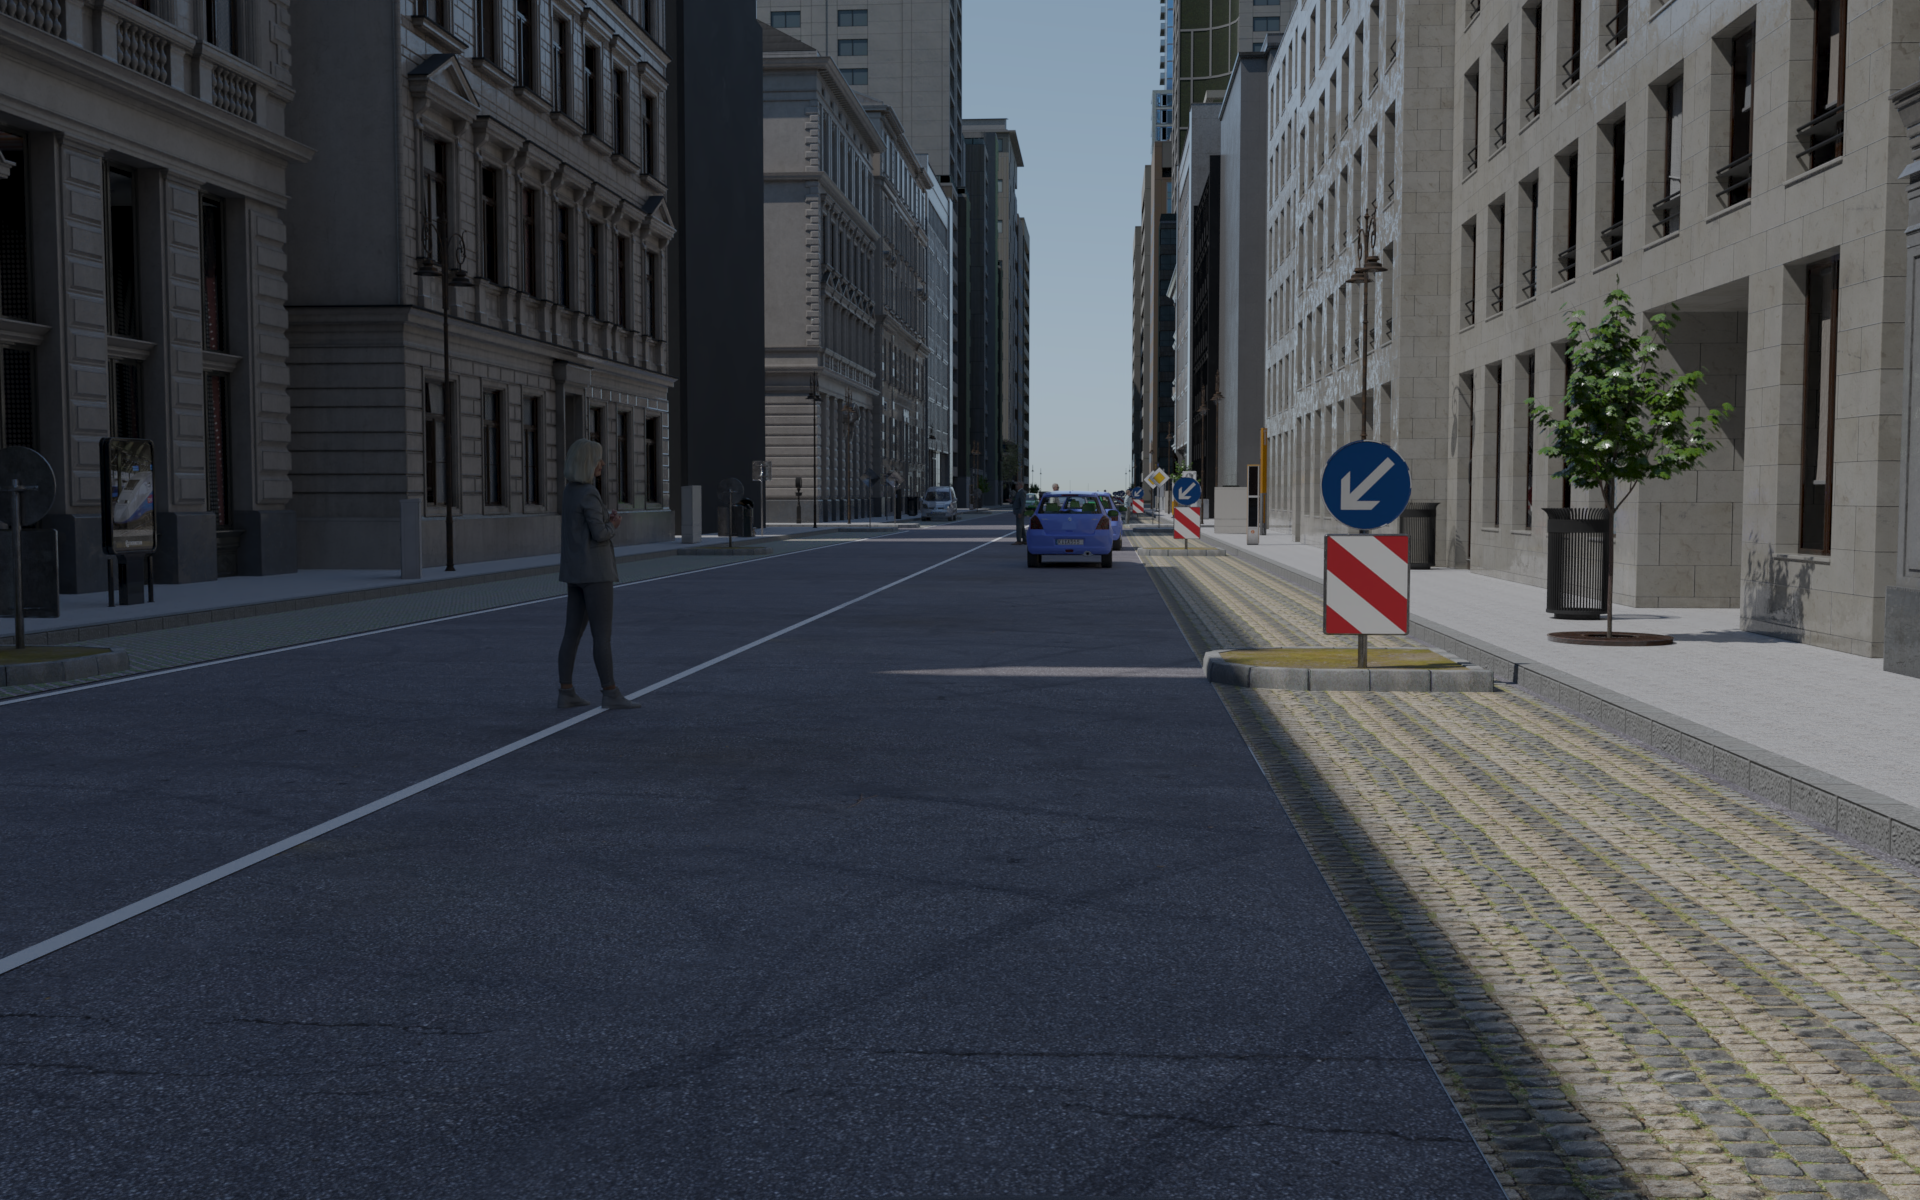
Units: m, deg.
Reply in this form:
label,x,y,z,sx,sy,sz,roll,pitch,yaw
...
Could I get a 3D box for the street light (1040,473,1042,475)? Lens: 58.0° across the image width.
label,x,y,z,sx,sy,sz,roll,pitch,yaw
street light,14.279,-20.392,306.198,0.468,5.910,1.993,0,4,5

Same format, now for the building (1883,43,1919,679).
label,x,y,z,sx,sy,sz,roll,pitch,yaw
building,10.640,-9.390,2.678,9.793,20.994,18.267,0,4,5

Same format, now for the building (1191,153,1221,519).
label,x,y,z,sx,sy,sz,roll,pitch,yaw
building,19.521,-16.296,96.123,12.332,23.373,15.834,0,4,5

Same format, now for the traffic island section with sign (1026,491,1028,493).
label,x,y,z,sx,sy,sz,roll,pitch,yaw
traffic island section with sign,7.561,-11.701,199.938,1.989,1.847,2.006,0,4,5

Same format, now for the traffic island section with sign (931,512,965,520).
label,x,y,z,sx,sy,sz,roll,pitch,yaw
traffic island section with sign,-0.911,-5.392,96.786,1.989,1.847,2.006,0,4,5

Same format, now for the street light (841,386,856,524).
label,x,y,z,sx,sy,sz,roll,pitch,yaw
street light,-4.761,-6.207,74.272,0.468,5.910,1.993,0,4,5

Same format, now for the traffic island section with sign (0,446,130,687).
label,x,y,z,sx,sy,sz,roll,pitch,yaw
traffic island section with sign,-7.758,-0.305,13.613,1.989,1.847,2.006,0,4,5

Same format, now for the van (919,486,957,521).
label,x,y,z,sx,sy,sz,roll,pitch,yaw
van,-1.100,-5.180,91.707,2.013,2.044,4.112,0,4,4

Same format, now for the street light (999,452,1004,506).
label,x,y,z,sx,sy,sz,roll,pitch,yaw
street light,4.442,-13.123,187.343,0.468,5.910,1.993,0,4,5

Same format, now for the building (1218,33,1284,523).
label,x,y,z,sx,sy,sz,roll,pitch,yaw
building,27.351,-15.896,78.969,30.058,24.678,14.314,0,4,5

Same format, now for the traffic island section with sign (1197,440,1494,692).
label,x,y,z,sx,sy,sz,roll,pitch,yaw
traffic island section with sign,2.922,-0.294,13.438,1.989,1.847,2.006,0,4,5

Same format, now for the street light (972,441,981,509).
label,x,y,z,sx,sy,sz,roll,pitch,yaw
street light,1.561,-10.873,150.568,0.468,5.910,1.993,0,4,5

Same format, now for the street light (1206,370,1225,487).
label,x,y,z,sx,sy,sz,roll,pitch,yaw
street light,9.570,-5.609,64.491,0.468,5.910,1.993,0,4,5

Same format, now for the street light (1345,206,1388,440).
label,x,y,z,sx,sy,sz,roll,pitch,yaw
street light,6.581,-3.388,28.182,0.468,5.910,1.993,0,4,5

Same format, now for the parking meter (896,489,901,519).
label,x,y,z,sx,sy,sz,roll,pitch,yaw
parking meter,-3.182,-4.893,88.404,0.372,1.533,0.369,0,3,0

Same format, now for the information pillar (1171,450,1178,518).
label,x,y,z,sx,sy,sz,roll,pitch,yaw
information pillar,11.497,-6.194,92.624,0.183,3.616,0.504,3,4,36

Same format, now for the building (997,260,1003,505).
label,x,y,z,sx,sy,sz,roll,pitch,yaw
building,-2.294,-26.561,205.977,14.160,30.474,14.107,0,4,5

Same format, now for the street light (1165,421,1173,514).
label,x,y,z,sx,sy,sz,roll,pitch,yaw
street light,13.257,-8.379,109.778,0.468,5.910,1.993,0,4,5

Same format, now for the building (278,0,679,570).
label,x,y,z,sx,sy,sz,roll,pitch,yaw
building,-13.240,-10.618,38.237,10.561,19.102,19.286,0,4,5

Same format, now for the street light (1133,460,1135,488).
label,x,y,z,sx,sy,sz,roll,pitch,yaw
street light,22.567,-15.315,223.182,0.468,5.910,1.993,0,4,5

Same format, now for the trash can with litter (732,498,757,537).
label,x,y,z,sx,sy,sz,roll,pitch,yaw
trash can with litter,-6.408,-2.457,51.554,0.624,1.170,1.055,0,4,4

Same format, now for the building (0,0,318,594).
label,x,y,z,sx,sy,sz,roll,pitch,yaw
building,-16.319,-11.611,18.713,11.050,23.489,19.941,0,4,5

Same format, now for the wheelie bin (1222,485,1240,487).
label,x,y,z,sx,sy,sz,roll,pitch,yaw
wheelie bin,9.680,-3.292,61.729,0.980,1.594,0.693,-1,4,-12

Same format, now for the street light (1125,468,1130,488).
label,x,y,z,sx,sy,sz,roll,pitch,yaw
street light,26.402,-18.154,269.610,0.468,5.910,1.993,0,4,5

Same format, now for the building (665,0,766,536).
label,x,y,z,sx,sy,sz,roll,pitch,yaw
building,-15.723,-14.047,59.340,15.834,23.373,12.332,0,4,5

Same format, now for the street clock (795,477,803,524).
label,x,y,z,sx,sy,sz,roll,pitch,yaw
street clock,-6.977,-4.304,74.948,0.358,2.002,0.471,0,4,4

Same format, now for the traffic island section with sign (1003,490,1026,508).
label,x,y,z,sx,sy,sz,roll,pitch,yaw
traffic island section with sign,5.329,-10.042,172.817,1.989,1.847,2.006,0,4,5

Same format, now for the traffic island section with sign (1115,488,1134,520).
label,x,y,z,sx,sy,sz,roll,pitch,yaw
traffic island section with sign,9.650,-5.290,95.114,1.989,1.847,2.006,0,4,5

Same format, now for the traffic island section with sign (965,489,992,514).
label,x,y,z,sx,sy,sz,roll,pitch,yaw
traffic island section with sign,1.277,-7.035,123.653,1.989,1.847,2.006,0,4,5

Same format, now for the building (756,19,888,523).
label,x,y,z,sx,sy,sz,roll,pitch,yaw
building,-10.252,-15.688,85.379,11.050,23.489,19.941,0,4,5

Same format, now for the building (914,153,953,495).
label,x,y,z,sx,sy,sz,roll,pitch,yaw
building,-7.420,-19.130,130.794,12.078,24.808,19.932,0,4,5

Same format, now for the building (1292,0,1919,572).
label,x,y,z,sx,sy,sz,roll,pitch,yaw
building,13.503,-11.187,37.660,10.420,20.320,16.860,0,4,5

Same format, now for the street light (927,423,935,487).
label,x,y,z,sx,sy,sz,roll,pitch,yaw
street light,-1.785,-8.456,111.051,0.468,5.910,1.993,0,4,5

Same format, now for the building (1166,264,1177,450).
label,x,y,z,sx,sy,sz,roll,pitch,yaw
building,22.380,-18.337,135.973,11.583,22.565,21.152,0,4,5

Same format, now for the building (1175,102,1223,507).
label,x,y,z,sx,sy,sz,roll,pitch,yaw
building,20.750,-18.132,114.483,12.078,24.808,19.932,0,4,5

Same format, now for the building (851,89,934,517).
label,x,y,z,sx,sy,sz,roll,pitch,yaw
building,-8.968,-18.988,107.713,12.463,27.353,25.104,0,4,5

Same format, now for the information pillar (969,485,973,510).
label,x,y,z,sx,sy,sz,roll,pitch,yaw
information pillar,0.904,-8.218,138.854,0.304,2.012,0.304,-1,4,-11

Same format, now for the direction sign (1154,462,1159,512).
label,x,y,z,sx,sy,sz,roll,pitch,yaw
direction sign,13.989,-8.019,123.101,0.379,3.537,0.876,-1,4,-12

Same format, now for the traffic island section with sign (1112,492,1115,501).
label,x,y,z,sx,sy,sz,roll,pitch,yaw
traffic island section with sign,11.866,-6.933,121.979,1.989,1.847,2.006,0,4,5

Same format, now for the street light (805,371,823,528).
label,x,y,z,sx,sy,sz,roll,pitch,yaw
street light,-5.468,-5.650,65.159,0.468,5.910,1.993,0,4,5

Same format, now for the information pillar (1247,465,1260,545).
label,x,y,z,sx,sy,sz,roll,pitch,yaw
information pillar,7.376,-2.388,43.542,0.304,2.012,0.304,1,4,12

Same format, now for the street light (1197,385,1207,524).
label,x,y,z,sx,sy,sz,roll,pitch,yaw
street light,10.298,-6.159,73.480,0.468,5.910,1.993,0,4,5

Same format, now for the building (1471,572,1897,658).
label,x,y,z,sx,sy,sz,roll,pitch,yaw
building,12.967,-10.157,20.819,10.420,20.320,16.860,0,4,5

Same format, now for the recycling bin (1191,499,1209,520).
label,x,y,z,sx,sy,sz,roll,pitch,yaw
recycling bin,12.106,-4.582,87.476,0.722,1.027,0.722,-1,4,-16

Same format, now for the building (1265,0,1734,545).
label,x,y,z,sx,sy,sz,roll,pitch,yaw
building,15.672,-12.209,54.368,10.420,20.320,16.860,0,4,5

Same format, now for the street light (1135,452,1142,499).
label,x,y,z,sx,sy,sz,roll,pitch,yaw
street light,19.407,-13.053,186.203,0.468,5.910,1.993,0,4,5

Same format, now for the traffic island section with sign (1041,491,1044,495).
label,x,y,z,sx,sy,sz,roll,pitch,yaw
traffic island section with sign,14.387,-16.773,282.860,1.989,1.847,2.006,0,4,5

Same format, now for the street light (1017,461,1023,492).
label,x,y,z,sx,sy,sz,roll,pitch,yaw
street light,8.319,-15.942,233.439,0.468,5.910,1.993,0,4,5

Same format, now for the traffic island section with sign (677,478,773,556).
label,x,y,z,sx,sy,sz,roll,pitch,yaw
traffic island section with sign,-5.499,-1.983,41.053,1.989,1.847,2.006,0,4,5

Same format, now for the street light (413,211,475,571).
label,x,y,z,sx,sy,sz,roll,pitch,yaw
street light,-8.492,-3.418,28.673,0.468,5.910,1.993,0,4,5

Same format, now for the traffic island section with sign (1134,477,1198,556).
label,x,y,z,sx,sy,sz,roll,pitch,yaw
traffic island section with sign,5.163,-1.952,40.543,1.989,1.847,2.006,0,4,5

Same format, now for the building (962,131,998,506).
label,x,y,z,sx,sy,sz,roll,pitch,yaw
building,-3.211,-31.016,190.707,14.154,41.232,14.086,0,4,5

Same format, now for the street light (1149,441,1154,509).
label,x,y,z,sx,sy,sz,roll,pitch,yaw
street light,16.553,-10.807,149.476,0.468,5.910,1.993,0,4,5
